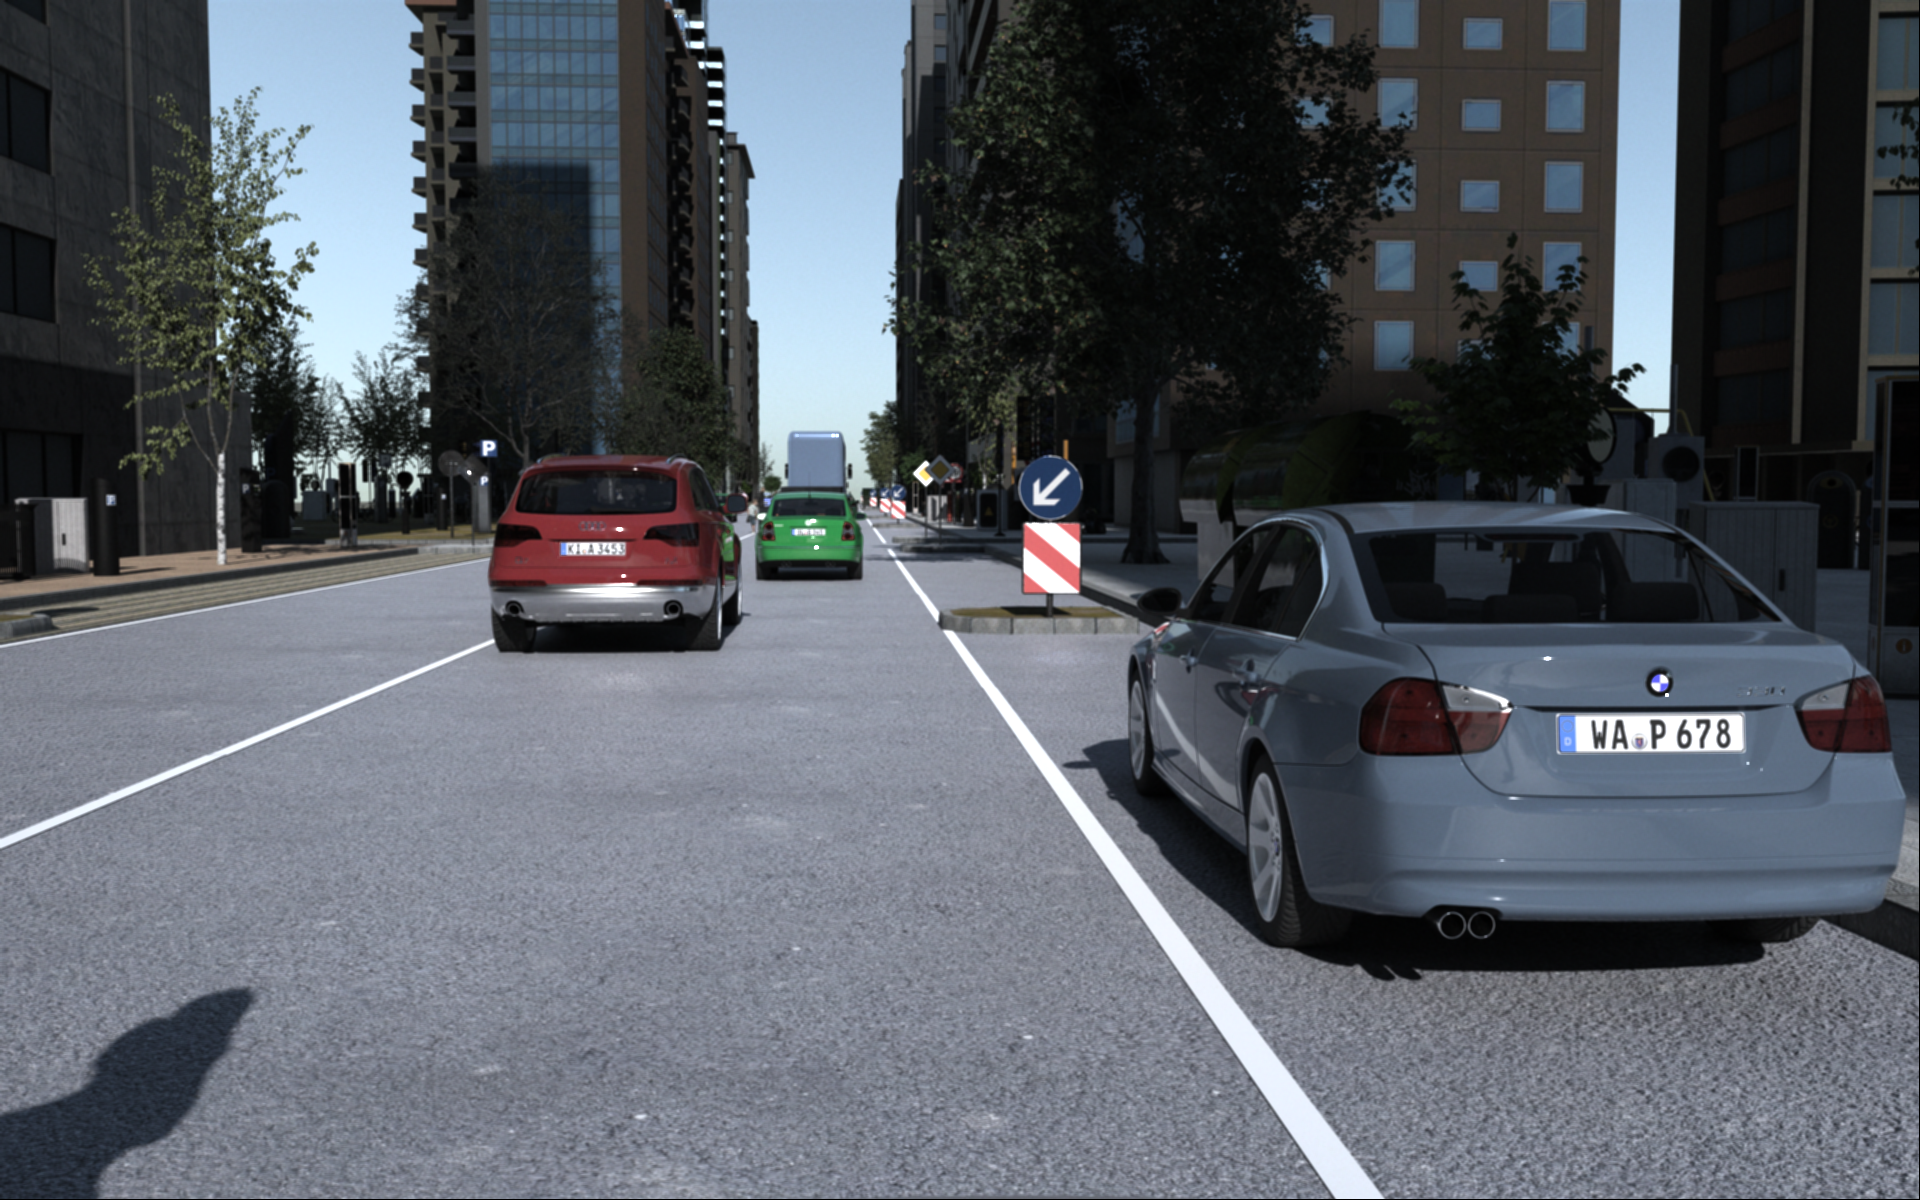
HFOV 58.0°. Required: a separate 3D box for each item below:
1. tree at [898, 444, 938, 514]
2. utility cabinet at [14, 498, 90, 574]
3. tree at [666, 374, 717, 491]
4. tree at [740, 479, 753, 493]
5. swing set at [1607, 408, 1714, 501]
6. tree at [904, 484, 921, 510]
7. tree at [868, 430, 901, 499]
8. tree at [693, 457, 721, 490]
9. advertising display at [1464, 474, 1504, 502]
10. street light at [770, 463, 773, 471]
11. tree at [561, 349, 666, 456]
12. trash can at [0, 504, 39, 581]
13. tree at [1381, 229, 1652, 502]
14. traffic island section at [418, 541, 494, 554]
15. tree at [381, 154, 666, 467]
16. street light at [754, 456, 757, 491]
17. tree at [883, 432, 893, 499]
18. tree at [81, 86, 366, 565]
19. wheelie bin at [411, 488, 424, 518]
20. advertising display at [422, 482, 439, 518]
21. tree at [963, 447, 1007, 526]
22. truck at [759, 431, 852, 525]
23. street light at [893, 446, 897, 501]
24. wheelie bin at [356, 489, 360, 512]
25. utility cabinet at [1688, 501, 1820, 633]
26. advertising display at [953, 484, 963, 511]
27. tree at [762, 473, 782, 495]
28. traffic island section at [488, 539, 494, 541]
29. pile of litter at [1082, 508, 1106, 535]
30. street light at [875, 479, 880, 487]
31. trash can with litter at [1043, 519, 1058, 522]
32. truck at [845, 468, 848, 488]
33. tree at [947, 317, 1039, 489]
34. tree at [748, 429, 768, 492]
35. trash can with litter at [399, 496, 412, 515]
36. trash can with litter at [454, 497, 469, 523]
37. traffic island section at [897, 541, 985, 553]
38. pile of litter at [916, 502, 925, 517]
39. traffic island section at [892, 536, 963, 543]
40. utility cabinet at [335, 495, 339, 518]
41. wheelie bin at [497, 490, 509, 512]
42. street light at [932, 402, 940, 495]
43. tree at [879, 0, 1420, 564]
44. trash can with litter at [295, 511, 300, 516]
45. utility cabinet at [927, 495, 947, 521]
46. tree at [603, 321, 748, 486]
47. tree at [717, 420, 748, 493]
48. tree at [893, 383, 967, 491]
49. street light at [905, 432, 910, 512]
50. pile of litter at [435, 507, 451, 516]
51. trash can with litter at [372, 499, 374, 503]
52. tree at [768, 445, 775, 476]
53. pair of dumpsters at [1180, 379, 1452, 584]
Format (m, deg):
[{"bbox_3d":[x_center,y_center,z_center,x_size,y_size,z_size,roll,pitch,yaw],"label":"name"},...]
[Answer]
[{"bbox_3d":[-2.435,-8.008,114.649,4.285,4.588,4.351,0,3,0],"label":"tree"},{"bbox_3d":[-14.653,-1.027,27.961,1.020,1.237,0.306,-1,4,-17],"label":"utility cabinet"},{"bbox_3d":[-17.875,-9.437,104.654,4.360,8.622,3.978,0,3,0],"label":"tree"},{"bbox_3d":[-24.935,-12.571,200.134,1.663,3.219,1.824,0,3,0],"label":"tree"},{"bbox_3d":[12.103,-2.081,31.642,3.119,2.851,2.862,-1,4,-21],"label":"swing set"},{"bbox_3d":[-3.778,-9.011,141.929,1.663,3.219,1.824,0,3,0],"label":"tree"},{"bbox_3d":[-8.417,-15.140,197.900,4.737,8.622,4.395,0,3,0],"label":"tree"},{"bbox_3d":[-21.108,-9.688,142.115,4.285,4.588,4.351,0,3,0],"label":"tree"},{"bbox_3d":[11.898,-2.079,39.199,0.974,1.923,0.123,2,4,29],"label":"advertising display"},{"bbox_3d":[-27.222,-16.916,249.355,0.468,5.910,1.993,0,4,-4],"label":"street light"},{"bbox_3d":[-16.940,-8.235,85.006,4.360,8.622,3.978,0,3,0],"label":"tree"},{"bbox_3d":[-14.163,-0.870,25.875,0.748,1.137,0.748,0,3,0],"label":"trash can"},{"bbox_3d":[4.088,-1.114,12.818,1.663,3.219,1.824,0,3,0],"label":"tree"},{"bbox_3d":[-12.047,-1.255,42.792,2.009,0.180,2.903,0,4,-4],"label":"traffic island section"},{"bbox_3d":[-16.158,-9.380,63.739,12.009,13.543,11.850,0,3,0],"label":"tree"},{"bbox_3d":[-24.812,-14.532,210.389,0.468,5.910,1.993,0,4,-4],"label":"street light"},{"bbox_3d":[-3.390,-11.276,134.730,4.360,8.622,3.978,0,3,0],"label":"tree"},{"bbox_3d":[-13.595,-4.963,31.500,4.737,8.622,4.395,0,3,0],"label":"tree"},{"bbox_3d":[-29.311,-5.251,93.755,0.693,1.594,0.980,-2,4,-28],"label":"wheelie bin"},{"bbox_3d":[-28.188,-5.325,92.282,0.123,1.923,0.974,3,5,42],"label":"advertising display"},{"bbox_3d":[1.072,-4.607,69.919,1.663,3.219,1.824,0,3,0],"label":"tree"},{"bbox_3d":[-5.989,-4.815,68.485,2.967,4.110,18.799,0,4,-2],"label":"truck"},{"bbox_3d":[-6.080,-11.610,162.614,0.468,5.910,1.993,0,4,-4],"label":"street light"},{"bbox_3d":[-41.107,-6.699,117.438,0.980,1.594,0.693,3,4,37],"label":"wheelie bin"},{"bbox_3d":[6.783,-0.224,14.826,1.020,1.237,0.306,0,4,-5],"label":"utility cabinet"},{"bbox_3d":[0.011,-6.681,114.447,0.974,1.923,0.123,-1,4,-13],"label":"advertising display"},{"bbox_3d":[-28.813,-17.212,265.135,4.285,4.588,4.351,0,3,0],"label":"tree"},{"bbox_3d":[-12.556,-1.742,50.761,2.009,0.180,2.903,0,4,-4],"label":"traffic island section"},{"bbox_3d":[3.960,-2.530,55.330,1.719,0.858,1.176,-2,4,-25],"label":"pile of litter"},{"bbox_3d":[-13.935,-19.128,285.529,0.468,5.910,1.993,0,4,-4],"label":"street light"},{"bbox_3d":[3.230,-2.807,57.279,1.055,1.170,0.624,0,4,6],"label":"trash can with litter"},{"bbox_3d":[-13.269,-11.800,181.849,2.839,4.237,11.283,0,4,-2],"label":"truck"},{"bbox_3d":[1.124,-6.932,63.708,4.737,8.622,4.395,0,3,0],"label":"tree"},{"bbox_3d":[-23.011,-14.114,181.122,4.360,8.622,3.978,0,3,0],"label":"tree"},{"bbox_3d":[-34.351,-5.874,107.425,0.624,1.170,1.055,1,4,11],"label":"trash can with litter"},{"bbox_3d":[-22.470,-4.080,78.097,0.624,1.170,1.055,-1,4,-14],"label":"trash can with litter"},{"bbox_3d":[-0.479,-1.299,43.524,2.009,0.180,2.903,0,4,-4],"label":"traffic island section"},{"bbox_3d":[-1.758,-5.150,98.163,1.176,0.858,1.719,-2,4,-28],"label":"pile of litter"},{"bbox_3d":[-0.988,-1.787,51.493,2.009,0.180,2.903,0,4,-4],"label":"traffic island section"},{"bbox_3d":[-33.679,-5.099,94.523,0.306,1.237,1.020,1,4,20],"label":"utility cabinet"},{"bbox_3d":[-32.839,-7.123,124.366,0.980,1.594,0.693,-1,4,-11],"label":"wheelie bin"},{"bbox_3d":[-1.213,-6.988,87.045,0.468,5.910,1.993,0,4,-4],"label":"street light"},{"bbox_3d":[3.412,-7.014,31.688,9.611,12.733,9.660,0,3,0],"label":"tree"},{"bbox_3d":[-38.665,-5.416,99.945,1.055,1.170,0.624,-1,4,-11],"label":"trash can with litter"},{"bbox_3d":[-1.034,-4.369,82.596,1.020,1.237,0.306,1,4,13],"label":"utility cabinet"},{"bbox_3d":[-18.826,-12.083,114.563,9.611,12.733,9.660,0,3,0],"label":"tree"},{"bbox_3d":[-21.936,-12.620,156.698,4.360,8.622,3.978,0,3,0],"label":"tree"},{"bbox_3d":[-1.053,-9.555,106.583,4.360,8.622,3.978,0,3,0],"label":"tree"},{"bbox_3d":[-3.794,-9.378,126.120,0.468,5.910,1.993,0,4,-4],"label":"street light"},{"bbox_3d":[-29.766,-5.239,99.630,1.176,0.858,1.719,-1,4,-10],"label":"pile of litter"},{"bbox_3d":[-33.442,-5.395,99.593,0.624,1.170,1.055,-1,4,-15],"label":"trash can with litter"},{"bbox_3d":[-27.607,-17.674,239.334,4.360,8.622,3.978,0,3,0],"label":"tree"},{"bbox_3d":[3.310,-0.870,16.721,1.574,2.255,4.437,0,4,-4],"label":"pair of dumpsters"}]
